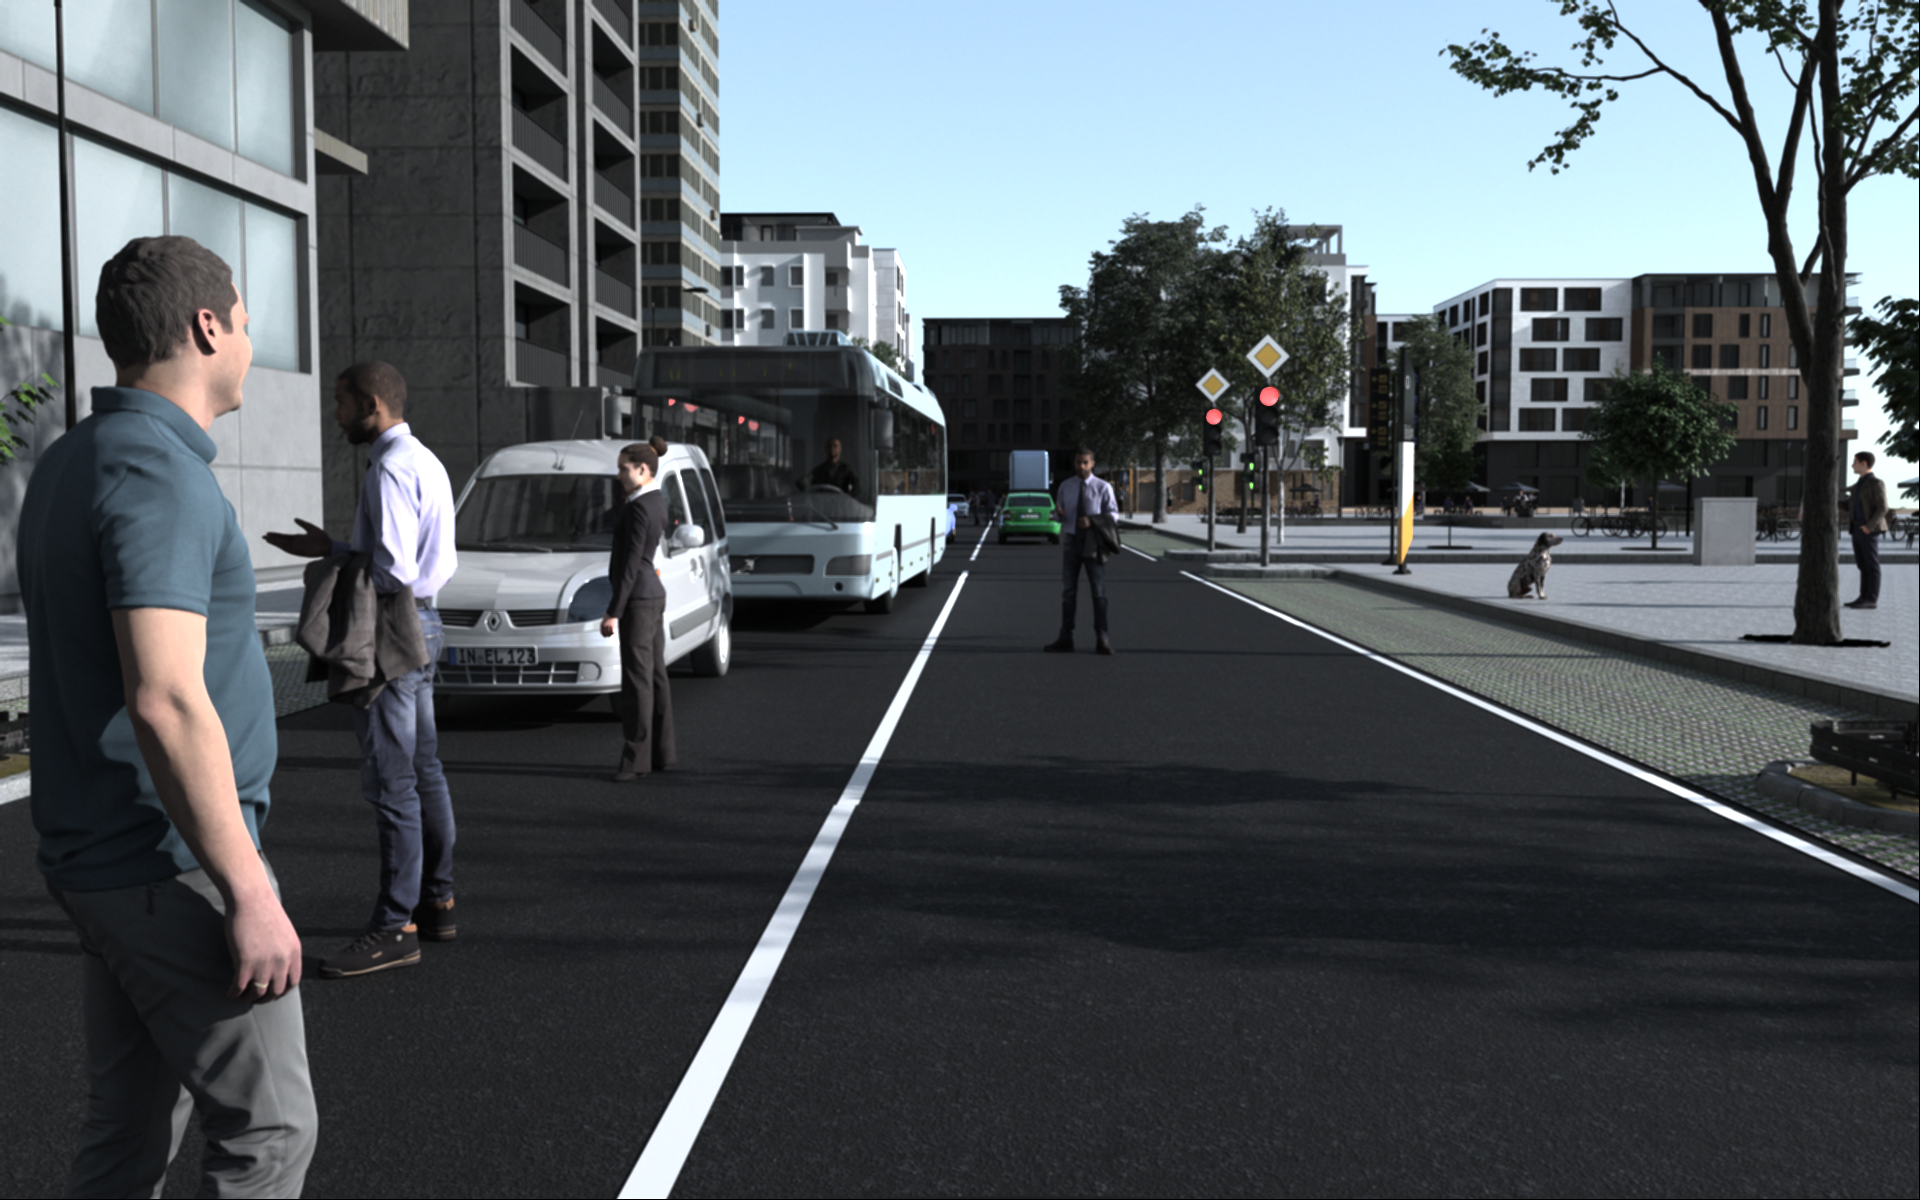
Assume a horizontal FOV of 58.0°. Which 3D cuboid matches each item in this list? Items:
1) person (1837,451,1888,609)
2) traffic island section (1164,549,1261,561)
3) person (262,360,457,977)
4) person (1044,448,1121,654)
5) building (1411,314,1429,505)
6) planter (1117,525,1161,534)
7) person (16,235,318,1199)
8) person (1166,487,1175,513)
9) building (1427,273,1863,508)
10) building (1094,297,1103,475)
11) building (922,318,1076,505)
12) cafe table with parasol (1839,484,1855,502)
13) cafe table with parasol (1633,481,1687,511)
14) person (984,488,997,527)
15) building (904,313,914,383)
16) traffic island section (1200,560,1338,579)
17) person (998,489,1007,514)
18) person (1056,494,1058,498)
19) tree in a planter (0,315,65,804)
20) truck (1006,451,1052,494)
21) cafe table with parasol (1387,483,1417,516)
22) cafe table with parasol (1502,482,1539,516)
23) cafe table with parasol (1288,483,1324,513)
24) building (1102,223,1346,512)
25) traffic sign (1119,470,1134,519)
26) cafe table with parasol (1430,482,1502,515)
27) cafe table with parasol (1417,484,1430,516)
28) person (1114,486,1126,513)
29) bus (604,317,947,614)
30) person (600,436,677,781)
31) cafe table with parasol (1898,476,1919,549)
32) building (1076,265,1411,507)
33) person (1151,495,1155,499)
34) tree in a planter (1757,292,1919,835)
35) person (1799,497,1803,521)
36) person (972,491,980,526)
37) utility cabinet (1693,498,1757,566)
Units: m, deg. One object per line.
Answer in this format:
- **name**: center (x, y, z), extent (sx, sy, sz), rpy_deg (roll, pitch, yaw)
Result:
- **person**: center (10.030, -0.794, 19.553), extent (0.750, 1.759, 0.617), rpy_deg (1, 4, 20)
- **traffic island section**: center (5.616, -0.996, 38.561), extent (2.009, 0.180, 2.903), rpy_deg (0, 4, 1)
- **person**: center (-1.878, 0.184, 5.359), extent (0.599, 1.838, 0.709), rpy_deg (0, 4, -5)
- **person**: center (1.078, -0.436, 15.502), extent (0.709, 1.838, 0.599), rpy_deg (1, 4, 17)
- **building**: center (44.784, -22.428, 210.669), extent (32.646, 21.610, 27.936), rpy_deg (0, 4, 1)
- **planter**: center (6.262, -2.573, 63.211), extent (1.991, 0.319, 1.994), rpy_deg (0, 4, 1)
- **person**: center (-1.124, 0.372, 2.547), extent (0.434, 1.807, 0.598), rpy_deg (-2, 4, -30)
- **person**: center (13.975, -6.614, 114.972), extent (0.721, 1.735, 1.217), rpy_deg (-1, 4, -20)
- **building**: center (67.253, -20.210, 174.405), extent (32.646, 21.610, 27.936), rpy_deg (0, 4, 1)
- **building**: center (19.182, -17.221, 137.986), extent (16.016, 20.091, 11.380), rpy_deg (0, 4, 1)
- **building**: center (12.141, -22.460, 211.203), extent (32.646, 21.610, 27.936), rpy_deg (0, 4, 1)
- **cafe table with parasol**: center (52.612, -5.900, 101.327), extent (2.610, 1.966, 2.610), rpy_deg (-1, 4, -16)
- **cafe table with parasol**: center (35.578, -5.078, 87.893), extent (2.610, 1.966, 2.610), rpy_deg (3, 5, 39)
- **person**: center (1.318, -4.009, 74.961), extent (0.541, 1.710, 0.530), rpy_deg (0, 4, 3)
- **building**: center (-12.296, -18.833, 164.346), extent (16.016, 20.091, 11.380), rpy_deg (0, 4, 1)
- **traffic island section**: center (5.407, -0.508, 30.579), extent (2.009, 0.180, 2.903), rpy_deg (0, 4, 1)
- **person**: center (1.525, -2.945, 58.518), extent (0.647, 1.594, 0.662), rpy_deg (-3, 5, -43)
- **person**: center (8.340, -8.143, 144.872), extent (0.697, 1.427, 0.421), rpy_deg (1, 4, 13)
- **tree in a planter**: center (-5.412, -0.671, 8.188), extent (1.991, 3.239, 1.994), rpy_deg (0, 4, 1)
- **truck**: center (4.034, -6.840, 101.592), extent (2.967, 4.110, 18.799), rpy_deg (0, 4, 2)
- **cafe table with parasol**: center (26.055, -5.832, 100.214), extent (2.610, 1.966, 2.610), rpy_deg (2, 4, 35)
- **cafe table with parasol**: center (32.882, -5.966, 102.415), extent (2.610, 1.966, 2.610), rpy_deg (1, 4, 13)
- **cafe table with parasol**: center (21.791, -6.373, 109.071), extent (2.610, 1.966, 2.610), rpy_deg (-1, 4, -13)
- **building**: center (18.983, -16.519, 126.512), extent (16.016, 20.091, 11.380), rpy_deg (0, 4, 1)
- **traffic sign**: center (8.648, -5.486, 89.803), extent (0.768, 2.556, 0.104), rpy_deg (0, 4, 5)
- **cafe table with parasol**: center (25.794, -5.107, 88.367), extent (2.610, 1.966, 2.610), rpy_deg (0, 4, 0)
- **cafe table with parasol**: center (26.561, -5.440, 93.808), extent (2.610, 1.966, 2.610), rpy_deg (0, 4, -1)
- **person**: center (11.092, -6.971, 119.998), extent (0.705, 1.826, 1.348), rpy_deg (-3, 5, -45)
- **bus**: center (-1.868, -1.754, 23.544), extent (2.948, 3.499, 13.247), rpy_deg (0, 4, 3)
- **person**: center (-1.721, 0.021, 8.967), extent (0.445, 1.727, 0.742), rpy_deg (-2, 4, -29)
- **cafe table with parasol**: center (22.912, -2.151, 40.040), extent (2.610, 1.966, 2.610), rpy_deg (-1, 4, -17)
- **building**: center (26.402, -20.032, 171.498), extent (27.936, 21.610, 32.646), rpy_deg (0, 4, 1)
- **person**: center (13.657, -6.925, 119.245), extent (1.348, 1.826, 0.705), rpy_deg (-3, 5, -43)
- **tree in a planter**: center (4.811, -0.648, 7.812), extent (1.991, 3.239, 1.994), rpy_deg (0, 4, 1)
- **person**: center (12.181, -0.948, 24.726), extent (0.628, 1.438, 0.799), rpy_deg (0, 4, 1)
- **person**: center (0.690, -4.137, 78.098), extent (0.435, 1.587, 0.963), rpy_deg (0, 4, -4)
- **utility cabinet**: center (13.727, -1.219, 31.095), extent (1.020, 1.237, 0.306), rpy_deg (0, 4, -2)
